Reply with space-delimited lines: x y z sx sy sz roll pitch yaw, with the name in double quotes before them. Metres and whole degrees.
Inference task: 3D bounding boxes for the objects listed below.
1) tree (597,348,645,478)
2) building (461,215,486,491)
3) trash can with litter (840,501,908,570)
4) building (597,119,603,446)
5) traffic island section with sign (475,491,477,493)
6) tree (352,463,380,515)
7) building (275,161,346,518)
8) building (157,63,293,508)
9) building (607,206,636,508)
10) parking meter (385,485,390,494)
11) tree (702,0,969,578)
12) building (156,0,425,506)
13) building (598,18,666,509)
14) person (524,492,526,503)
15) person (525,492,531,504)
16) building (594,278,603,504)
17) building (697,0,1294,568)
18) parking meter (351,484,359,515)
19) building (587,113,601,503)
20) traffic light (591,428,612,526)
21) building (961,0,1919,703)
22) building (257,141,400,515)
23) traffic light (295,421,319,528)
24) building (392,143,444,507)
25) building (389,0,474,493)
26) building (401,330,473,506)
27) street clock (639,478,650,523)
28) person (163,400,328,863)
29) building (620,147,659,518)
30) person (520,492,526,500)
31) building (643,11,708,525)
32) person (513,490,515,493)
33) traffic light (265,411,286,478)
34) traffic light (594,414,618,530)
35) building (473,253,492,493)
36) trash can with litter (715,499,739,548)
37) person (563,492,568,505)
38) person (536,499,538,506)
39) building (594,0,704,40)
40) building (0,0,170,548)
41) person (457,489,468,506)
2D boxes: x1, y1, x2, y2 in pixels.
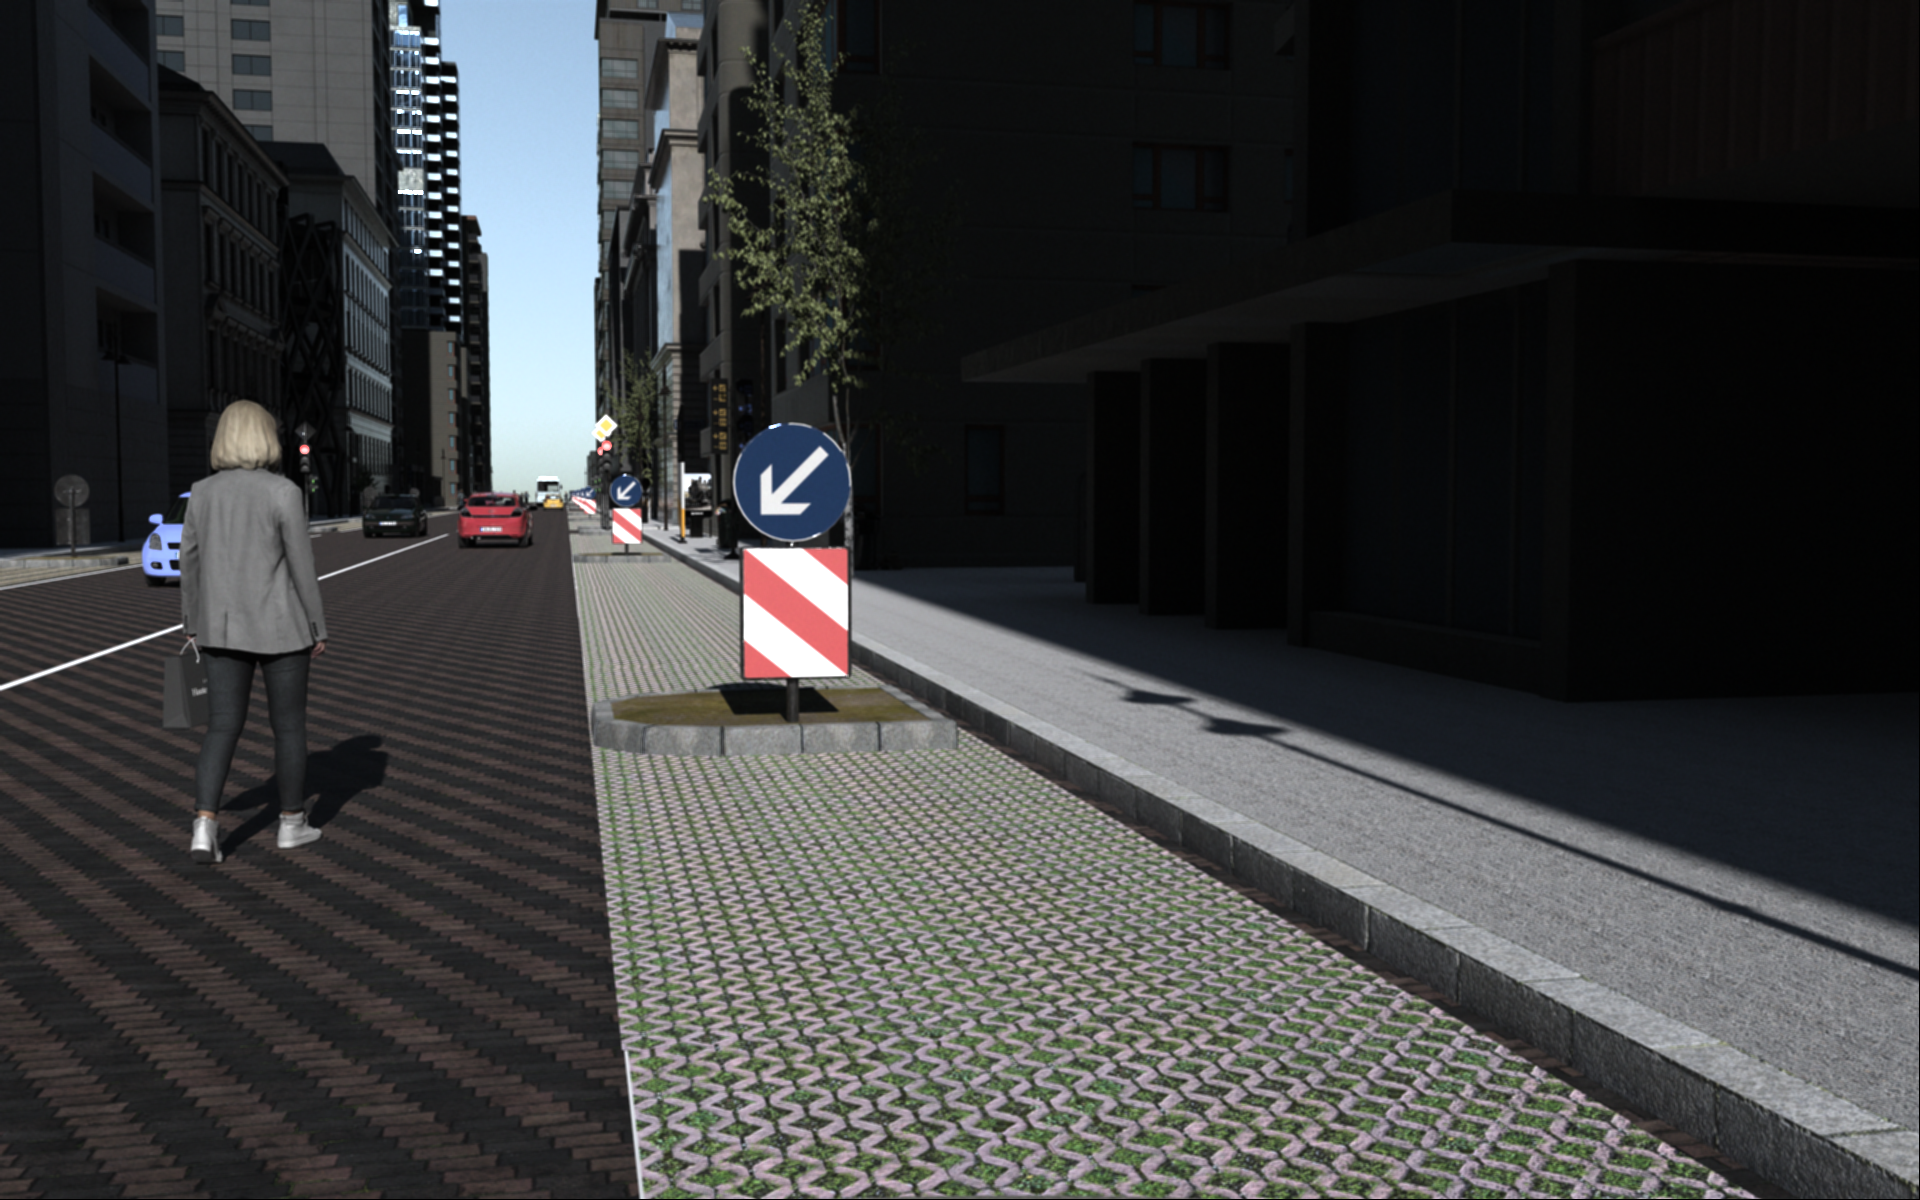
"tree" -15.636 -8.275 85.653 4.737 8.622 4.395 0 3 0
"building" -83.770 -37.145 261.942 22.147 44.769 28.867 -1 4 -13
"trash can with litter" -1.455 -1.099 29.349 1.055 1.170 0.624 -2 4 -27
"building" -31.056 -35.735 203.867 23.786 49.044 30.456 -1 4 -13
"traffic island section with sign" -53.265 -11.110 190.282 1.989 1.847 2.006 -1 4 -13
"tree" -36.266 -6.808 105.914 1.663 3.219 1.824 0 3 0
"building" -41.479 -13.671 90.967 16.820 18.784 16.811 -1 4 -13
"building" -35.100 -12.752 73.119 10.561 19.102 19.286 -1 4 -13
"building" -18.699 -18.988 129.517 14.314 24.678 30.058 -1 4 -13
"parking meter" -36.811 -6.465 111.413 0.255 1.863 0.399 0 4 3
"tree" -1.702 -4.618 25.866 4.737 8.622 4.395 0 3 0
"building" -56.911 -43.309 146.356 20.563 71.187 20.611 -1 4 -13
"building" -24.813 -28.788 154.279 14.154 41.232 14.086 -1 4 -13
"person" -67.057 -15.810 267.128 0.705 1.807 1.348 -2 4 -32
"person" -64.486 -15.262 258.026 0.705 1.826 1.348 2 4 24
"building" -41.806 -28.188 232.574 14.160 30.474 14.107 -1 4 -13
"building" 8.038 -12.304 46.204 27.650 21.520 28.899 -1 4 -13
"parking meter" -36.274 -6.000 103.813 0.399 1.863 0.255 1 4 15
"building" -50.014 -59.397 283.818 22.319 86.520 31.000 -1 4 -13
"traffic light" -14.225 -4.883 68.764 0.839 4.253 0.868 -1 4 -13
"building" 13.649 -21.675 9.014 22.147 44.769 28.867 -1 4 -13
"building" -48.195 -17.487 119.203 16.112 22.955 30.059 -1 4 -13
"traffic light" -25.007 -4.733 66.301 0.839 4.253 0.868 -1 4 -13
"building" -67.696 -29.126 168.093 32.217 40.220 23.993 -1 4 -13
"building" -76.903 -56.188 231.348 22.319 86.520 31.000 -1 4 -13
"building" -70.293 -21.443 195.638 27.650 21.520 28.899 -1 4 -13
"street clock" -13.939 -4.405 76.592 0.358 2.002 0.471 3 5 42
"person" -2.882 0.112 6.857 0.709 1.800 0.728 0 4 8
"building" -13.037 -15.987 103.191 13.314 21.916 24.055 -1 4 -13
"person" -63.703 -14.843 251.904 1.217 1.735 0.721 0 4 -6
"building" 3.575 -15.902 79.077 34.723 24.649 14.460 -1 4 -13
"person" -46.165 -10.461 179.469 1.348 1.831 0.705 0 4 -3
"traffic light" -23.234 -4.256 58.514 0.839 4.253 0.868 -1 4 -13
"traffic light" -12.452 -4.407 60.977 0.839 4.253 0.868 -1 4 -13
"building" -84.679 -36.728 284.091 14.154 41.232 14.086 -1 4 -13
"trash can with litter" -5.604 -1.818 41.116 0.624 1.170 1.055 -1 4 -20
"person" -52.775 -13.622 231.672 0.568 1.767 0.683 0 4 -5
"person" -51.584 -12.407 211.296 0.705 1.831 1.348 -2 4 -27
"building" -21.923 -35.879 175.864 28.713 52.752 27.495 -1 4 -13
"building" -37.167 -30.735 44.517 28.212 58.520 21.231 -1 4 -13
"person" -41.351 -8.271 143.806 0.705 1.814 1.350 2 4 25
